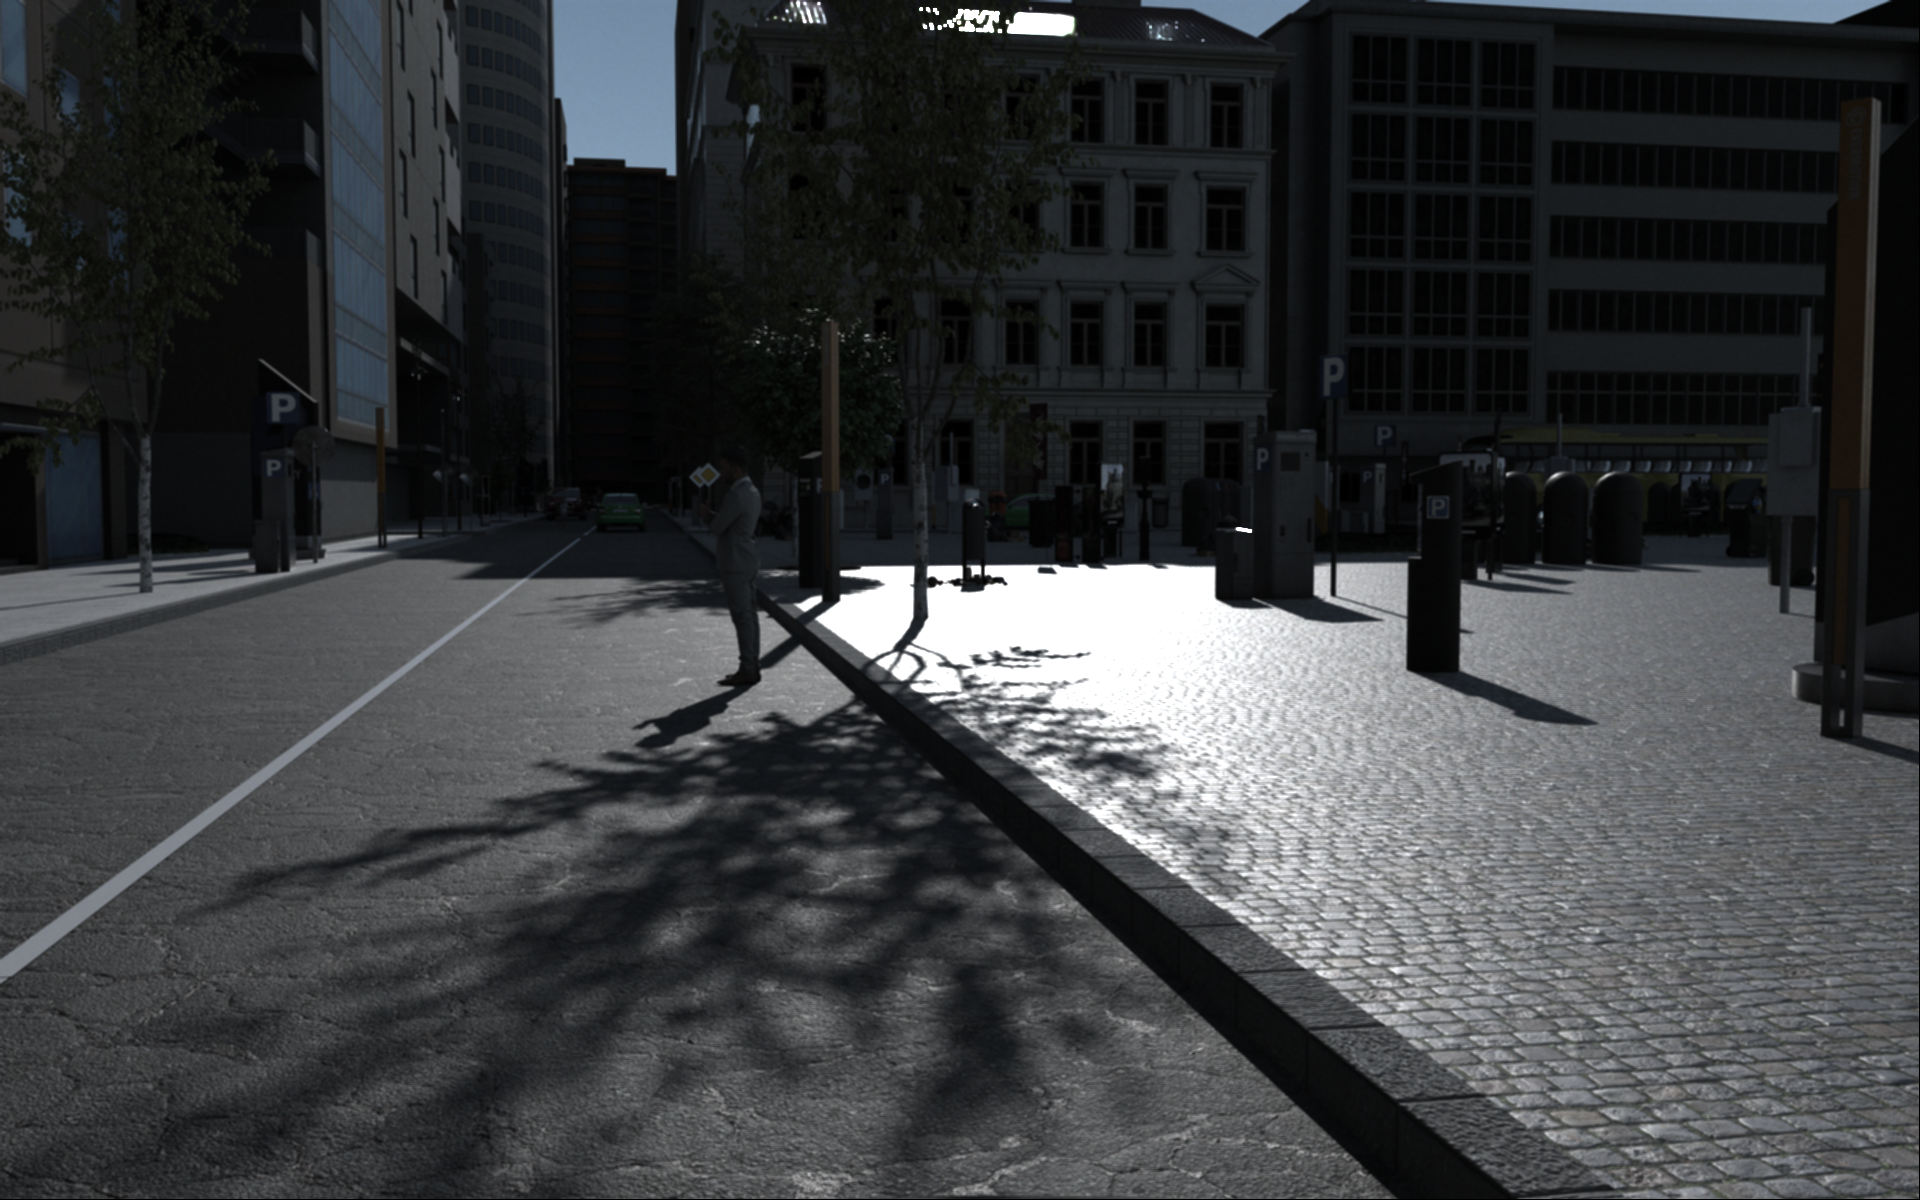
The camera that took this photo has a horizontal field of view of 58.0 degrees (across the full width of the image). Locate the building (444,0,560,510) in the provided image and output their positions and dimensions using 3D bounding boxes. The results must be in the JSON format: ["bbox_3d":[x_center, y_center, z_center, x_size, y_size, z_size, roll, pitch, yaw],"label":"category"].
[{"bbox_3d":[-45.471,-36.939,145.947,21.231,58.520,28.212,-1,4,-10],"label":"building"}]

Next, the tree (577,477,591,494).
[{"bbox_3d":[-43.609,-12.629,201.091,1.663,3.219,1.824,0,3,0],"label":"tree"}]

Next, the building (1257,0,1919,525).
[{"bbox_3d":[26.703,-15.768,76.878,30.058,24.678,14.314,-1,4,-10],"label":"building"}]

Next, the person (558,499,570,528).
[{"bbox_3d":[-16.848,-3.678,73.644,0.505,1.210,0.382,-3,4,-38],"label":"person"}]

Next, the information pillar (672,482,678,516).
[{"bbox_3d":[-16.670,-5.916,101.226,0.304,2.012,0.304,0,4,3],"label":"information pillar"}]

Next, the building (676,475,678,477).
[{"bbox_3d":[-16.916,-34.063,176.544,23.786,49.044,30.456,-1,4,-10],"label":"building"}]

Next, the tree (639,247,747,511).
[{"bbox_3d":[-11.419,-9.913,80.210,7.486,12.596,7.792,0,3,0],"label":"tree"}]

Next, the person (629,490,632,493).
[{"bbox_3d":[-29.305,-8.906,154.249,0.705,1.807,1.348,-1,4,-9],"label":"person"}]

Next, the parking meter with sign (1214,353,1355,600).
[{"bbox_3d":[3.968,-1.533,21.334,1.738,3.016,0.543,-2,4,-28],"label":"parking meter with sign"}]

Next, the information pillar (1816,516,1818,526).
[{"bbox_3d":[34.876,-4.044,70.618,0.304,2.012,0.304,1,4,12],"label":"information pillar"}]

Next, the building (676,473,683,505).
[{"bbox_3d":[-23.263,-46.628,200.614,20.563,71.187,20.611,-1,4,-10],"label":"building"}]

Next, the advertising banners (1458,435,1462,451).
[{"bbox_3d":[15.269,-3.440,52.435,0.090,3.025,2.074,2,4,28],"label":"advertising banners"}]

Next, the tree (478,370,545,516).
[{"bbox_3d":[-26.783,-9.361,103.416,4.737,8.622,4.395,0,3,0],"label":"tree"}]

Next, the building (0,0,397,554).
[{"bbox_3d":[-23.381,-24.157,45.075,14.200,45.320,14.600,-1,4,-10],"label":"building"}]

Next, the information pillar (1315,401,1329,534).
[{"bbox_3d":[9.151,-3.204,43.743,0.183,3.616,0.504,-1,4,-20],"label":"information pillar"}]

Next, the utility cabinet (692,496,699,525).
[{"bbox_3d":[-10.975,-3.707,71.771,0.306,1.237,1.020,-1,4,-9],"label":"utility cabinet"}]

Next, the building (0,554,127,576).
[{"bbox_3d":[-21.812,-22.951,25.366,14.600,45.320,14.200,-1,4,-10],"label":"building"}]

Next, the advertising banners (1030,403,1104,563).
[{"bbox_3d":[1.989,-2.237,32.755,0.090,3.025,2.074,-3,4,-38],"label":"advertising banners"}]

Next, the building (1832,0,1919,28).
[{"bbox_3d":[49.383,-15.338,80.454,15.834,23.373,12.332,-1,4,-10],"label":"building"}]

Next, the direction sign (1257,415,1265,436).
[{"bbox_3d":[8.644,-3.536,49.809,0.379,3.537,0.876,1,4,22],"label":"direction sign"}]

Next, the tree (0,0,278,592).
[{"bbox_3d":[-10.794,-4.416,22.567,4.737,8.622,4.395,0,3,0],"label":"tree"}]

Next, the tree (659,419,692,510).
[{"bbox_3d":[-22.579,-11.659,140.982,4.360,8.622,3.978,0,3,0],"label":"tree"}]

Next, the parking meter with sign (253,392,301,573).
[{"bbox_3d":[-11.368,-1.990,28.790,0.543,3.016,1.738,-1,4,-11],"label":"parking meter with sign"}]

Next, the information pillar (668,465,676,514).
[{"bbox_3d":[-18.877,-7.471,113.501,0.504,3.616,0.183,-1,4,-13],"label":"information pillar"}]

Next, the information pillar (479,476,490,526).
[{"bbox_3d":[-18.977,-3.954,69.146,0.304,2.012,0.304,-3,4,-36],"label":"information pillar"}]

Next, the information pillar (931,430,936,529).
[{"bbox_3d":[-0.963,-4.411,63.482,0.183,3.616,0.504,0,3,0],"label":"information pillar"}]

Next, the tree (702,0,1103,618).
[{"bbox_3d":[-0.434,-4.103,17.440,4.737,8.622,4.395,0,3,0],"label":"tree"}]

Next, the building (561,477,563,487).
[{"bbox_3d":[-56.183,-29.313,171.147,32.217,40.220,23.993,-1,4,-10],"label":"building"}]

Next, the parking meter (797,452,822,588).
[{"bbox_3d":[-2.010,-1.097,23.653,0.255,1.863,0.399,2,4,33],"label":"parking meter"}]

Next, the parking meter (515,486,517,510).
[{"bbox_3d":[-32.886,-7.460,127.677,0.255,1.863,0.399,0,4,6],"label":"parking meter"}]

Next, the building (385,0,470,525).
[{"bbox_3d":[-35.586,-29.458,70.876,28.713,52.752,27.495,-1,4,-10],"label":"building"}]

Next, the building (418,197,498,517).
[{"bbox_3d":[-44.124,-16.022,106.995,27.650,21.520,28.899,-1,4,-10],"label":"building"}]

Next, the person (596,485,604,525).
[{"bbox_3d":[-16.507,-4.350,79.528,0.656,1.842,0.836,2,4,29],"label":"person"}]

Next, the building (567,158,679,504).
[{"bbox_3d":[-47.974,-35.114,228.744,28.867,44.769,22.147,-1,4,-10],"label":"building"}]

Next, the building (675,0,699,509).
[{"bbox_3d":[-17.982,-30.807,153.797,14.600,45.320,14.200,-1,4,-10],"label":"building"}]

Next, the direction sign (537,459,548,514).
[{"bbox_3d":[-26.634,-7.288,111.157,0.379,3.537,0.876,1,4,9],"label":"direction sign"}]

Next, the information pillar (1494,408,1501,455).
[{"bbox_3d":[14.565,-3.402,46.983,0.183,3.616,0.504,2,4,28],"label":"information pillar"}]

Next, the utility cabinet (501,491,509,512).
[{"bbox_3d":[-32.251,-7.034,123.685,0.318,1.500,1.173,1,4,21],"label":"utility cabinet"}]

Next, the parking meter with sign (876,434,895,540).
[{"bbox_3d":[-2.151,-3.253,49.451,0.543,3.016,1.738,0,4,0],"label":"parking meter with sign"}]

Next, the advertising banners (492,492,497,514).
[{"bbox_3d":[-29.477,-6.941,109.674,0.090,3.025,2.074,-2,4,-25],"label":"advertising banners"}]

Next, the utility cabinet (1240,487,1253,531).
[{"bbox_3d":[8.880,-2.784,54.201,0.318,1.500,1.173,-2,4,-26],"label":"utility cabinet"}]

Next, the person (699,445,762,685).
[{"bbox_3d":[-1.740,-0.274,13.157,0.466,1.800,0.511,0,4,-6],"label":"person"}]

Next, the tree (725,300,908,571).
[{"bbox_3d":[-2.373,-2.805,29.567,4.285,4.588,4.351,0,3,0],"label":"tree"}]

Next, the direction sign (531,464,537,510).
[{"bbox_3d":[-31.818,-8.435,129.909,0.876,3.537,0.379,-1,4,-22],"label":"direction sign"}]

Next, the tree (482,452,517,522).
[{"bbox_3d":[-21.311,-5.204,79.690,1.663,3.219,1.824,0,3,0],"label":"tree"}]

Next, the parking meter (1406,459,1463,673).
[{"bbox_3d":[3.443,-0.254,12.567,0.372,1.533,0.369,0,3,0],"label":"parking meter"}]

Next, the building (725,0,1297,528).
[{"bbox_3d":[1.433,-14.323,70.344,21.152,22.565,11.583,-1,4,-10],"label":"building"}]

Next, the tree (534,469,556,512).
[{"bbox_3d":[-30.035,-7.903,123.821,1.663,3.219,1.824,0,3,0],"label":"tree"}]

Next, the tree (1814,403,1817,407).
[{"bbox_3d":[24.647,-3.868,46.954,4.285,4.588,4.351,0,3,0],"label":"tree"}]

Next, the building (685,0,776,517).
[{"bbox_3d":[-10.192,-19.896,102.796,11.434,29.767,29.804,-1,4,-10],"label":"building"}]

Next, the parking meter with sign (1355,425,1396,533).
[{"bbox_3d":[10.243,-2.866,43.113,0.543,3.016,1.738,3,4,36],"label":"parking meter with sign"}]

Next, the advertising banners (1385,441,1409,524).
[{"bbox_3d":[14.558,-3.783,58.040,0.090,3.025,2.074,-1,4,-10],"label":"advertising banners"}]

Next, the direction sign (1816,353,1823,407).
[{"bbox_3d":[14.056,-2.180,27.642,0.379,3.537,0.876,-2,4,-30],"label":"direction sign"}]

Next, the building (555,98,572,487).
[{"bbox_3d":[-55.308,-34.959,195.285,21.600,48.544,21.300,-1,4,-10],"label":"building"}]

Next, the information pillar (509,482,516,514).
[{"bbox_3d":[-28.219,-6.400,109.138,0.304,2.012,0.304,1,4,16],"label":"information pillar"}]
